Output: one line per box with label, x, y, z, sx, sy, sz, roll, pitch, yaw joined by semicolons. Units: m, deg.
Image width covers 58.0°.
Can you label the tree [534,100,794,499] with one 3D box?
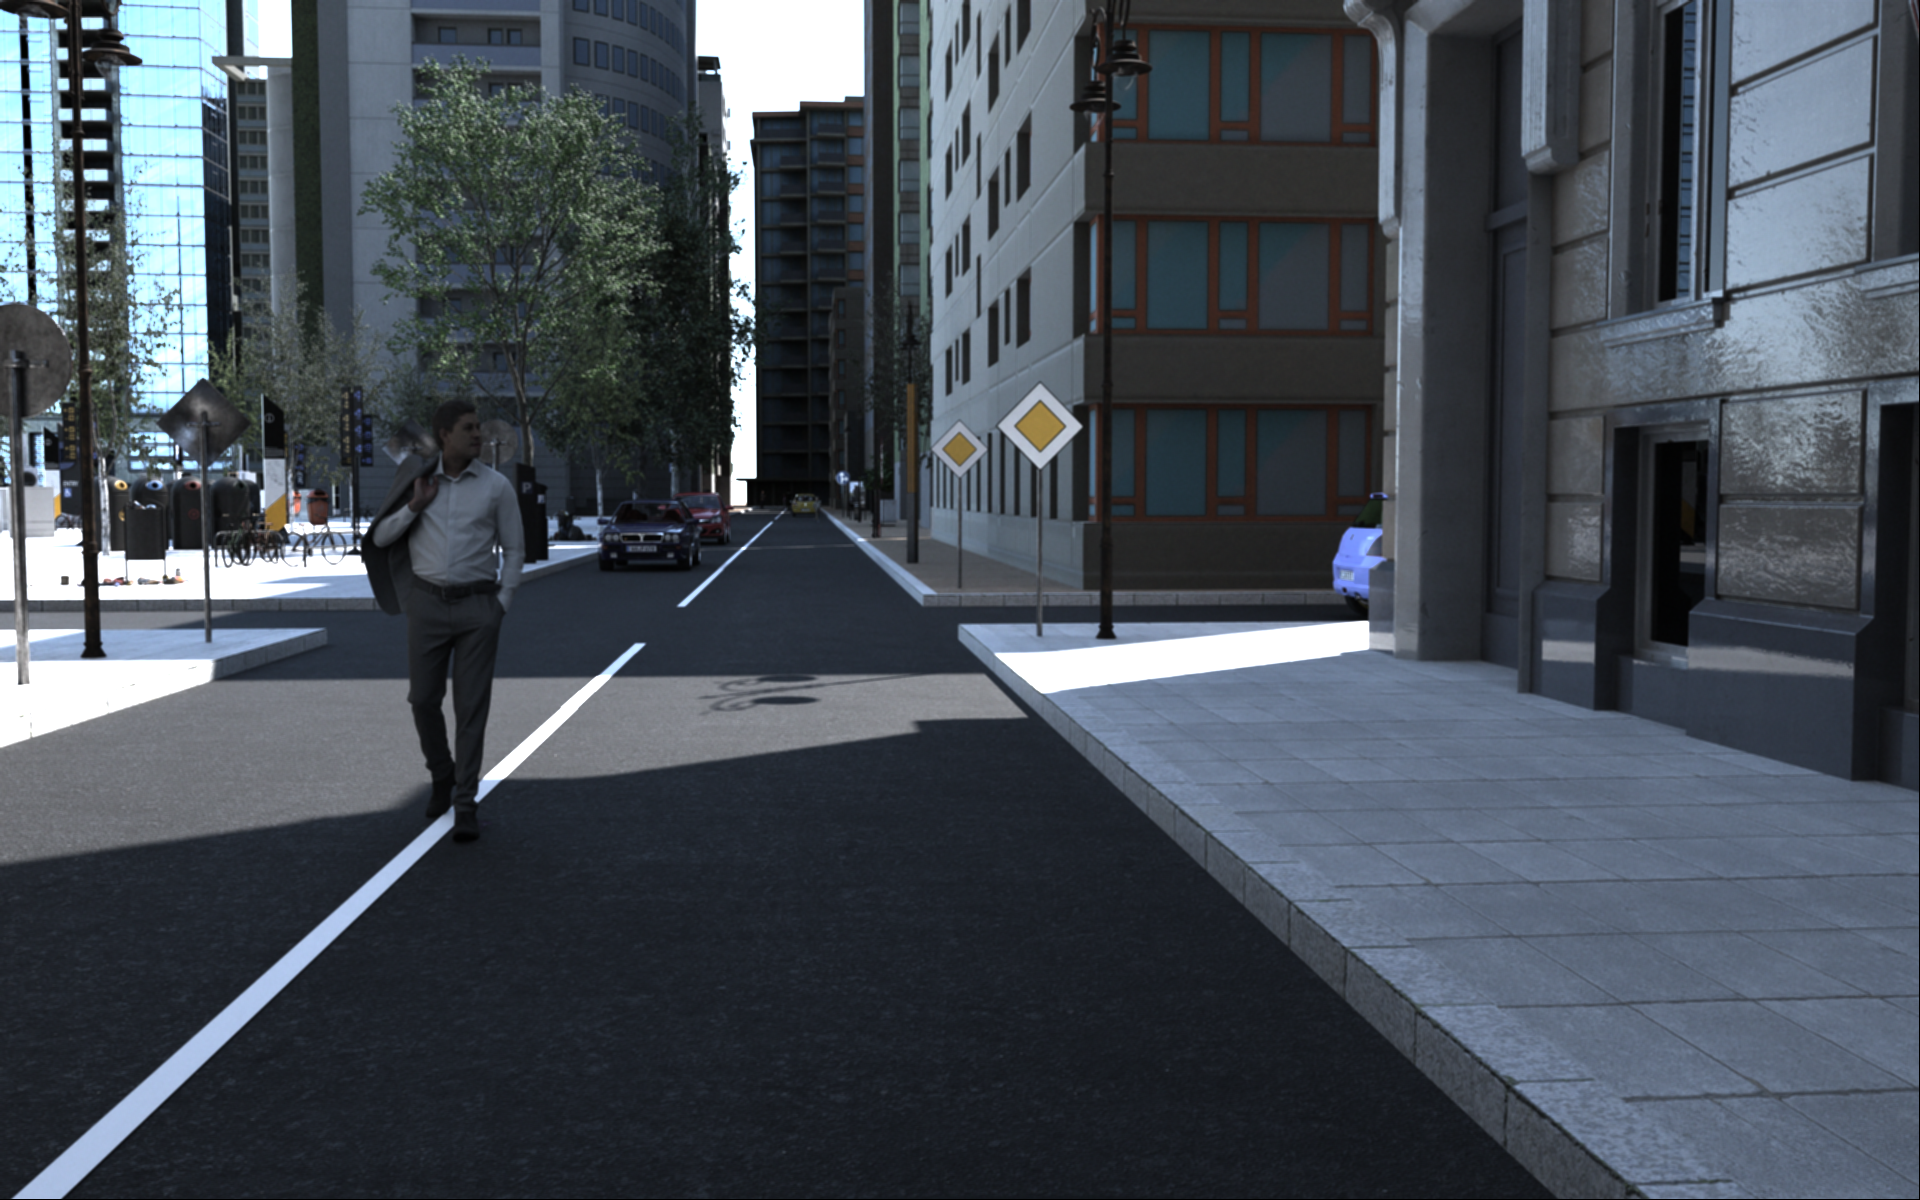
tree;-14.610;-14.059;85.756;12.611;20.169;13.585;0;3;0

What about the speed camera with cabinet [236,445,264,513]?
speed camera with cabinet;-28.445;-4.642;70.240;2.038;3.252;0.660;1;4;21

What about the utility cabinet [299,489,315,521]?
utility cabinet;-31.060;-4.506;82.352;0.318;1.500;1.173;-3;5;-44

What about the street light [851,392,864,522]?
street light;-4.562;-6.465;78.488;0.468;5.910;1.993;0;4;-5

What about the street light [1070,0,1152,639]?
street light;1.299;-2.595;15.215;0.468;5.910;1.993;0;4;-5

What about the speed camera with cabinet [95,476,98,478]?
speed camera with cabinet;-45.065;-5.907;90.919;0.660;3.252;2.038;-1;4;-9

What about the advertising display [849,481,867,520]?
advertising display;-5.020;-4.881;85.024;0.974;1.923;0.123;2;4;29

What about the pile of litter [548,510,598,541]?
pile of litter;-10.743;-2.058;47.608;1.719;0.858;1.176;2;4;35

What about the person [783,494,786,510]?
person;-16.214;-9.033;159.405;0.599;1.433;0.991;0;4;-4

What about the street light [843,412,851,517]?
street light;-6.304;-7.625;97.451;0.468;5.910;1.993;0;4;-5

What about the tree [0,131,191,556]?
tree;-17.656;-5.201;35.398;4.360;8.622;3.978;0;3;0

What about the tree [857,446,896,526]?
tree;-3.042;-4.573;69.364;1.663;3.219;1.824;0;3;0

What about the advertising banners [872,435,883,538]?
advertising banners;-2.423;-3.368;51.259;0.090;3.025;2.074;0;4;6

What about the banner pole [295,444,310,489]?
banner pole;-31.663;-5.721;83.550;0.863;3.779;0.401;-3;4;-37

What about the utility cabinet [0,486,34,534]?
utility cabinet;-32.633;-3.110;59.531;1.173;1.500;0.318;-1;4;-12

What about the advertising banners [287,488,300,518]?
advertising banners;-34.340;-5.659;88.720;2.074;3.025;0.090;3;4;36

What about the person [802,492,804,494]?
person;-12.599;-7.872;138.680;0.415;1.643;0.593;-3;5;-41

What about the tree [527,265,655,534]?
tree;-11.433;-6.369;54.495;4.737;8.622;4.395;0;3;0

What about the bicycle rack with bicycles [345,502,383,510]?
bicycle rack with bicycles;-26.210;-3.949;77.948;2.852;0.926;2.925;1;4;15

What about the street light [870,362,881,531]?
street light;-2.935;-5.354;60.328;0.468;5.910;1.993;0;4;-5

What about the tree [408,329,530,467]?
tree;-20.470;-7.489;72.801;4.360;8.622;3.978;0;3;0

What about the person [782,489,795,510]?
person;-15.243;-8.941;154.312;1.348;1.869;0.705;0;4;3

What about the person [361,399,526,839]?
person;-2.211;0.071;7.434;0.679;1.850;0.850;-1;4;-13

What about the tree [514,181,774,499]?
tree;-11.676;-8.970;63.660;9.611;12.733;9.660;0;3;0

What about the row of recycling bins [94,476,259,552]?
row of recycling bins;-18.156;-1.997;39.761;3.534;1.692;1.069;-3;5;-44

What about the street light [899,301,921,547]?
street light;-1.205;-4.209;41.601;0.468;5.910;1.993;0;4;-5

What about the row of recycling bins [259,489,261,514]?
row of recycling bins;-21.759;-2.580;49.304;3.534;1.692;1.069;-1;4;-12

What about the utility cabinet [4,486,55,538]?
utility cabinet;-26.786;-2.524;49.946;1.173;1.500;0.318;-2;4;-34

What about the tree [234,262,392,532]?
tree;-21.319;-6.425;55.408;4.360;8.622;3.978;0;3;0

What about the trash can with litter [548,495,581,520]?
trash can with litter;-19.958;-4.647;87.041;2.233;1.210;1.678;-3;4;-38

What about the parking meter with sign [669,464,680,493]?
parking meter with sign;-15.747;-6.109;96.144;0.543;3.016;1.738;0;4;-2

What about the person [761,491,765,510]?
person;-17.967;-9.161;158.816;0.750;1.759;0.617;2;4;31

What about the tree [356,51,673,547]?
tree;-10.572;-7.093;41.733;9.928;11.665;9.643;0;3;0

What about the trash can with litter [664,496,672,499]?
trash can with litter;-14.449;-4.485;84.717;0.624;1.170;1.055;2;4;30

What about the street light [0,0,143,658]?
street light;-6.820;-2.487;13.454;0.468;5.910;1.993;0;4;-5

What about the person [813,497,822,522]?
person;-7.204;-4.571;87.508;0.475;1.303;0.640;-3;5;-40

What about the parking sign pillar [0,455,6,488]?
parking sign pillar;-47.394;-5.878;84.574;1.447;3.967;1.447;-1;4;-12

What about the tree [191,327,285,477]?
tree;-32.443;-7.782;77.590;4.737;8.622;4.395;0;3;0

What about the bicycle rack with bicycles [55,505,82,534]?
bicycle rack with bicycles;-27.061;-2.576;55.504;2.925;0.926;2.852;2;4;26

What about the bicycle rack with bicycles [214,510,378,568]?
bicycle rack with bicycles;-12.202;-1.077;30.994;2.852;0.926;2.925;1;4;14

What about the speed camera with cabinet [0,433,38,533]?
speed camera with cabinet;-30.927;-3.767;55.929;2.038;3.252;0.660;-2;4;-31

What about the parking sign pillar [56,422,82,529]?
parking sign pillar;-33.206;-4.663;64.708;1.447;3.967;1.447;1;4;17

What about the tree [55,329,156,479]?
tree;-38.760;-7.814;78.125;4.737;8.622;4.395;0;3;0

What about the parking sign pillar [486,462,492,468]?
parking sign pillar;-24.721;-6.175;89.441;1.447;3.967;1.447;2;4;30

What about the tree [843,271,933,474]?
tree;-1.668;-6.498;56.601;4.360;8.622;3.978;0;3;0

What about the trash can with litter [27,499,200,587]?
trash can with litter;-11.965;-0.826;24.555;2.233;1.210;1.678;-1;4;-17

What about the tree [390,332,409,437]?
tree;-23.562;-7.083;66.177;4.360;8.622;3.978;0;3;0

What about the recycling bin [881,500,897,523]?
recycling bin;-3.291;-4.029;78.420;0.722;1.027;0.722;-1;4;-17

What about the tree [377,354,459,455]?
tree;-28.537;-8.649;91.775;4.737;8.622;4.395;0;3;0
